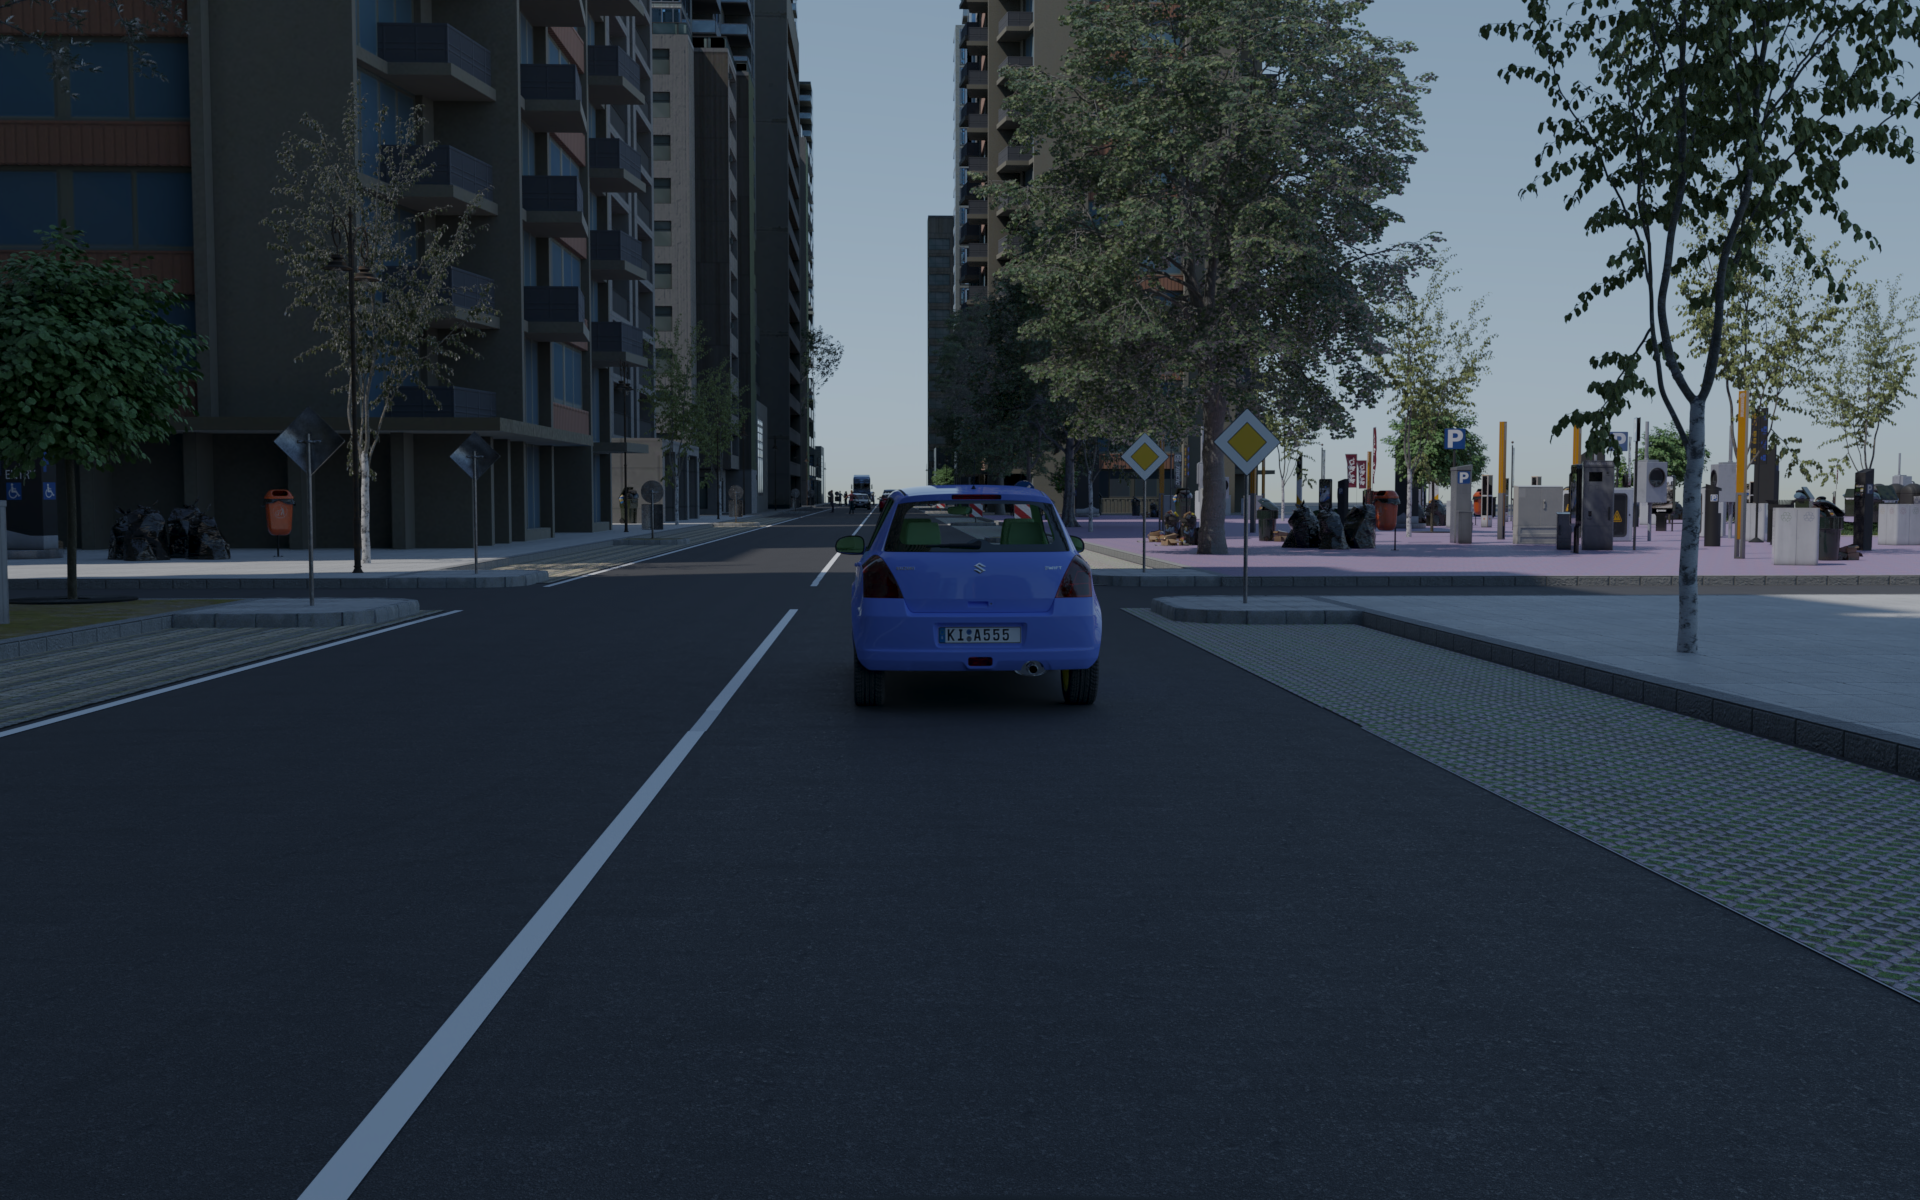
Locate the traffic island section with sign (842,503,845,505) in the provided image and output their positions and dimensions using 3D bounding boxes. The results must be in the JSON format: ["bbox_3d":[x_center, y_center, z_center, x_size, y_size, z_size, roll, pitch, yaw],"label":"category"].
[{"bbox_3d":[-16.710,-13.930,236.386,1.989,1.847,2.006,0,4,-2],"label":"traffic island section with sign"}]

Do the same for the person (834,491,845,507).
[{"bbox_3d":[-13.603,-11.479,196.258,1.350,1.814,0.705,-3,4,-36],"label":"person"}]

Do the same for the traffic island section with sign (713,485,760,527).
[{"bbox_3d":[-9.909,-4.175,76.883,1.989,1.847,2.006,0,4,-2],"label":"traffic island section with sign"}]

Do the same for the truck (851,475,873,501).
[{"bbox_3d":[-14.049,-15.734,247.009,2.967,4.110,18.799,0,4,-4],"label":"truck"}]

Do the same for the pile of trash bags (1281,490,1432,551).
[{"bbox_3d":[9.105,-1.886,40.596,1.912,1.369,3.447,-2,4,-25],"label":"pile of trash bags"}]

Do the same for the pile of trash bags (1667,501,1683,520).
[{"bbox_3d":[35.652,-4.645,85.692,3.447,1.369,1.912,-1,4,-14],"label":"pile of trash bags"}]

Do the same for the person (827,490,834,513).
[{"bbox_3d":[-10.112,-7.687,134.714,0.750,1.759,0.617,1,4,14],"label":"person"}]

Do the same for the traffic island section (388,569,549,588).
[{"bbox_3d":[-7.804,-0.342,27.870,2.009,0.180,2.903,0,4,-2],"label":"traffic island section"}]

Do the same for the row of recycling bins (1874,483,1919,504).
[{"bbox_3d":[36.279,-3.629,66.445,1.069,1.692,3.534,-1,4,-17],"label":"row of recycling bins"}]

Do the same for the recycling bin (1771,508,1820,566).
[{"bbox_3d":[15.146,-1.153,31.403,0.722,1.027,0.722,1,4,22],"label":"recycling bin"}]

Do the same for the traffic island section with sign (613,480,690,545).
[{"bbox_3d":[-8.729,-2.480,49.179,1.989,1.847,2.006,0,4,-2],"label":"traffic island section with sign"}]

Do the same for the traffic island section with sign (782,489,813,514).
[{"bbox_3d":[-12.087,-7.291,127.839,1.989,1.847,2.006,0,4,-2],"label":"traffic island section with sign"}]

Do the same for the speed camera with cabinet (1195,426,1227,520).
[{"bbox_3d":[7.214,-3.403,49.979,0.660,3.252,2.038,0,4,5],"label":"speed camera with cabinet"}]

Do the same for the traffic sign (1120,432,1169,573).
[{"bbox_3d":[3.004,-1.505,28.247,0.795,2.450,0.064,0,4,-2],"label":"traffic sign"}]

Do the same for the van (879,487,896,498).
[{"bbox_3d":[-6.143,-8.936,153.116,2.013,2.044,4.112,0,4,-3],"label":"van"}]

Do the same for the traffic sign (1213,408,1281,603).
[{"bbox_3d":[3.345,-1.017,20.269,0.795,2.450,0.064,0,4,-2],"label":"traffic sign"}]

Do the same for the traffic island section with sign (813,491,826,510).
[{"bbox_3d":[-13.237,-8.938,154.770,1.989,1.847,2.006,0,4,-2],"label":"traffic island section with sign"}]

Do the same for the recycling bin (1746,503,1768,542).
[{"bbox_3d":[21.621,-2.114,47.115,0.722,1.027,0.722,3,5,41],"label":"recycling bin"}]

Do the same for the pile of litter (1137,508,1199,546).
[{"bbox_3d":[5.486,-1.800,43.391,1.719,0.858,1.176,-2,4,-35],"label":"pile of litter"}]

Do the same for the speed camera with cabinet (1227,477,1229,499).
[{"bbox_3d":[12.777,-5.712,87.732,2.038,3.252,0.660,-3,5,-42],"label":"speed camera with cabinet"}]

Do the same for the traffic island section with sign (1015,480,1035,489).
[{"bbox_3d":[1.728,-2.603,51.191,1.989,1.847,2.006,0,4,-2],"label":"traffic island section with sign"}]

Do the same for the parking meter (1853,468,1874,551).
[{"bbox_3d":[20.534,-2.058,39.365,0.399,1.863,0.255,-2,4,-29],"label":"parking meter"}]

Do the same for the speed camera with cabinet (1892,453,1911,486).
[{"bbox_3d":[45.637,-5.417,82.910,0.660,3.252,2.038,-1,4,-15],"label":"speed camera with cabinet"}]

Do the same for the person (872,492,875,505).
[{"bbox_3d":[-11.257,-13.076,223.017,0.721,1.743,1.217,-1,4,-10],"label":"person"}]

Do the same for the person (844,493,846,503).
[{"bbox_3d":[-16.528,-14.845,251.078,0.599,1.838,0.709,-2,4,-24],"label":"person"}]

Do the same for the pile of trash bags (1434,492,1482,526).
[{"bbox_3d":[19.869,-3.695,70.158,3.447,1.369,1.912,-1,4,-20],"label":"pile of trash bags"}]

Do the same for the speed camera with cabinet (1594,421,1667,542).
[{"bbox_3d":[18.085,-3.210,46.820,2.038,3.252,0.660,-1,4,-17],"label":"speed camera with cabinet"}]

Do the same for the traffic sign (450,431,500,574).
[{"bbox_3d":[-7.781,-1.478,27.809,0.795,2.450,0.064,0,4,-2],"label":"traffic sign"}]

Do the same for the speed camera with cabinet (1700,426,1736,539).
[{"bbox_3d":[22.144,-3.452,50.781,0.660,3.252,2.038,0,4,5],"label":"speed camera with cabinet"}]

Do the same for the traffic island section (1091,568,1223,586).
[{"bbox_3d":[3.028,-0.370,28.325,2.009,0.180,2.903,0,4,-2],"label":"traffic island section"}]

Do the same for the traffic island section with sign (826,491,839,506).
[{"bbox_3d":[-15.529,-12.230,208.587,1.989,1.847,2.006,0,4,-2],"label":"traffic island section with sign"}]

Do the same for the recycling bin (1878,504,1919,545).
[{"bbox_3d":[23.641,-1.897,43.562,0.722,1.027,0.722,0,4,-7],"label":"recycling bin"}]

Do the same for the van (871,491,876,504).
[{"bbox_3d":[-13.583,-15.417,259.073,2.013,2.044,4.112,0,4,-4],"label":"van"}]

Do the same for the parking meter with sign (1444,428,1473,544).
[{"bbox_3d":[13.067,-2.996,45.238,0.543,3.016,1.738,0,4,5],"label":"parking meter with sign"}]

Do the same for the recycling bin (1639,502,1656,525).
[{"bbox_3d":[28.696,-3.634,71.978,0.722,1.027,0.722,2,4,33],"label":"recycling bin"}]

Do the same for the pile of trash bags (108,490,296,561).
[{"bbox_3d":[-15.032,-1.510,34.443,3.447,1.369,1.912,-2,4,-30],"label":"pile of trash bags"}]

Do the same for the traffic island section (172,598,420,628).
[{"bbox_3d":[-7.464,0.146,19.892,2.009,0.180,2.903,0,4,-2],"label":"traffic island section"}]

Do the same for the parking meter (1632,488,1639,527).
[{"bbox_3d":[26.315,-3.621,67.606,0.372,1.533,0.369,0,3,0],"label":"parking meter"}]

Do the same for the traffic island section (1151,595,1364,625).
[{"bbox_3d":[3.368,0.118,20.347,2.009,0.180,2.903,0,4,-2],"label":"traffic island section"}]

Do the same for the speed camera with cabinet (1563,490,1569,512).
[{"bbox_3d":[27.119,-4.968,75.560,0.660,3.252,2.038,-1,4,-15],"label":"speed camera with cabinet"}]

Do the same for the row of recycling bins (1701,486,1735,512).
[{"bbox_3d":[39.653,-5.141,91.172,3.534,1.692,1.069,-1,4,-19],"label":"row of recycling bins"}]

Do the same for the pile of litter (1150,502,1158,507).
[{"bbox_3d":[10.395,-4.906,94.181,1.719,0.858,1.176,0,4,-3],"label":"pile of litter"}]

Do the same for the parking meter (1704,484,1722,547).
[{"bbox_3d":[18.412,-2.076,42.347,0.372,1.533,0.369,0,3,0],"label":"parking meter"}]

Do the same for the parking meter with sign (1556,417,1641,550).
[{"bbox_3d":[14.597,-2.655,39.664,1.738,3.016,0.543,1,4,15],"label":"parking meter with sign"}]

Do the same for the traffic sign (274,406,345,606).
[{"bbox_3d":[-7.441,-0.990,19.831,0.795,2.450,0.064,0,4,-2],"label":"traffic sign"}]

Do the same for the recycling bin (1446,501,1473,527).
[{"bbox_3d":[19.297,-3.326,66.931,0.722,1.027,0.722,-2,4,-25],"label":"recycling bin"}]

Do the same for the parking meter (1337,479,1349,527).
[{"bbox_3d":[14.540,-3.675,65.790,0.255,1.863,0.399,-2,4,-33],"label":"parking meter"}]

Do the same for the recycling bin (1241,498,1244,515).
[{"bbox_3d":[17.391,-5.600,104.115,0.722,1.027,0.722,3,5,42],"label":"recycling bin"}]

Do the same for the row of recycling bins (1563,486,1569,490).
[{"bbox_3d":[32.675,-5.061,89.868,1.069,1.692,3.534,-2,4,-28],"label":"row of recycling bins"}]

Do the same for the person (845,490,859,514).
[{"bbox_3d":[-7.956,-7.174,126.515,1.217,1.743,0.721,-1,4,-22],"label":"person"}]

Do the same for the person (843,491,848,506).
[{"bbox_3d":[-14.089,-12.569,214.020,0.705,1.822,1.348,1,4,18],"label":"person"}]

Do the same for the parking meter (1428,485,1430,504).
[{"bbox_3d":[27.017,-5.710,99.072,0.399,1.863,0.255,-1,4,-16],"label":"parking meter"}]
